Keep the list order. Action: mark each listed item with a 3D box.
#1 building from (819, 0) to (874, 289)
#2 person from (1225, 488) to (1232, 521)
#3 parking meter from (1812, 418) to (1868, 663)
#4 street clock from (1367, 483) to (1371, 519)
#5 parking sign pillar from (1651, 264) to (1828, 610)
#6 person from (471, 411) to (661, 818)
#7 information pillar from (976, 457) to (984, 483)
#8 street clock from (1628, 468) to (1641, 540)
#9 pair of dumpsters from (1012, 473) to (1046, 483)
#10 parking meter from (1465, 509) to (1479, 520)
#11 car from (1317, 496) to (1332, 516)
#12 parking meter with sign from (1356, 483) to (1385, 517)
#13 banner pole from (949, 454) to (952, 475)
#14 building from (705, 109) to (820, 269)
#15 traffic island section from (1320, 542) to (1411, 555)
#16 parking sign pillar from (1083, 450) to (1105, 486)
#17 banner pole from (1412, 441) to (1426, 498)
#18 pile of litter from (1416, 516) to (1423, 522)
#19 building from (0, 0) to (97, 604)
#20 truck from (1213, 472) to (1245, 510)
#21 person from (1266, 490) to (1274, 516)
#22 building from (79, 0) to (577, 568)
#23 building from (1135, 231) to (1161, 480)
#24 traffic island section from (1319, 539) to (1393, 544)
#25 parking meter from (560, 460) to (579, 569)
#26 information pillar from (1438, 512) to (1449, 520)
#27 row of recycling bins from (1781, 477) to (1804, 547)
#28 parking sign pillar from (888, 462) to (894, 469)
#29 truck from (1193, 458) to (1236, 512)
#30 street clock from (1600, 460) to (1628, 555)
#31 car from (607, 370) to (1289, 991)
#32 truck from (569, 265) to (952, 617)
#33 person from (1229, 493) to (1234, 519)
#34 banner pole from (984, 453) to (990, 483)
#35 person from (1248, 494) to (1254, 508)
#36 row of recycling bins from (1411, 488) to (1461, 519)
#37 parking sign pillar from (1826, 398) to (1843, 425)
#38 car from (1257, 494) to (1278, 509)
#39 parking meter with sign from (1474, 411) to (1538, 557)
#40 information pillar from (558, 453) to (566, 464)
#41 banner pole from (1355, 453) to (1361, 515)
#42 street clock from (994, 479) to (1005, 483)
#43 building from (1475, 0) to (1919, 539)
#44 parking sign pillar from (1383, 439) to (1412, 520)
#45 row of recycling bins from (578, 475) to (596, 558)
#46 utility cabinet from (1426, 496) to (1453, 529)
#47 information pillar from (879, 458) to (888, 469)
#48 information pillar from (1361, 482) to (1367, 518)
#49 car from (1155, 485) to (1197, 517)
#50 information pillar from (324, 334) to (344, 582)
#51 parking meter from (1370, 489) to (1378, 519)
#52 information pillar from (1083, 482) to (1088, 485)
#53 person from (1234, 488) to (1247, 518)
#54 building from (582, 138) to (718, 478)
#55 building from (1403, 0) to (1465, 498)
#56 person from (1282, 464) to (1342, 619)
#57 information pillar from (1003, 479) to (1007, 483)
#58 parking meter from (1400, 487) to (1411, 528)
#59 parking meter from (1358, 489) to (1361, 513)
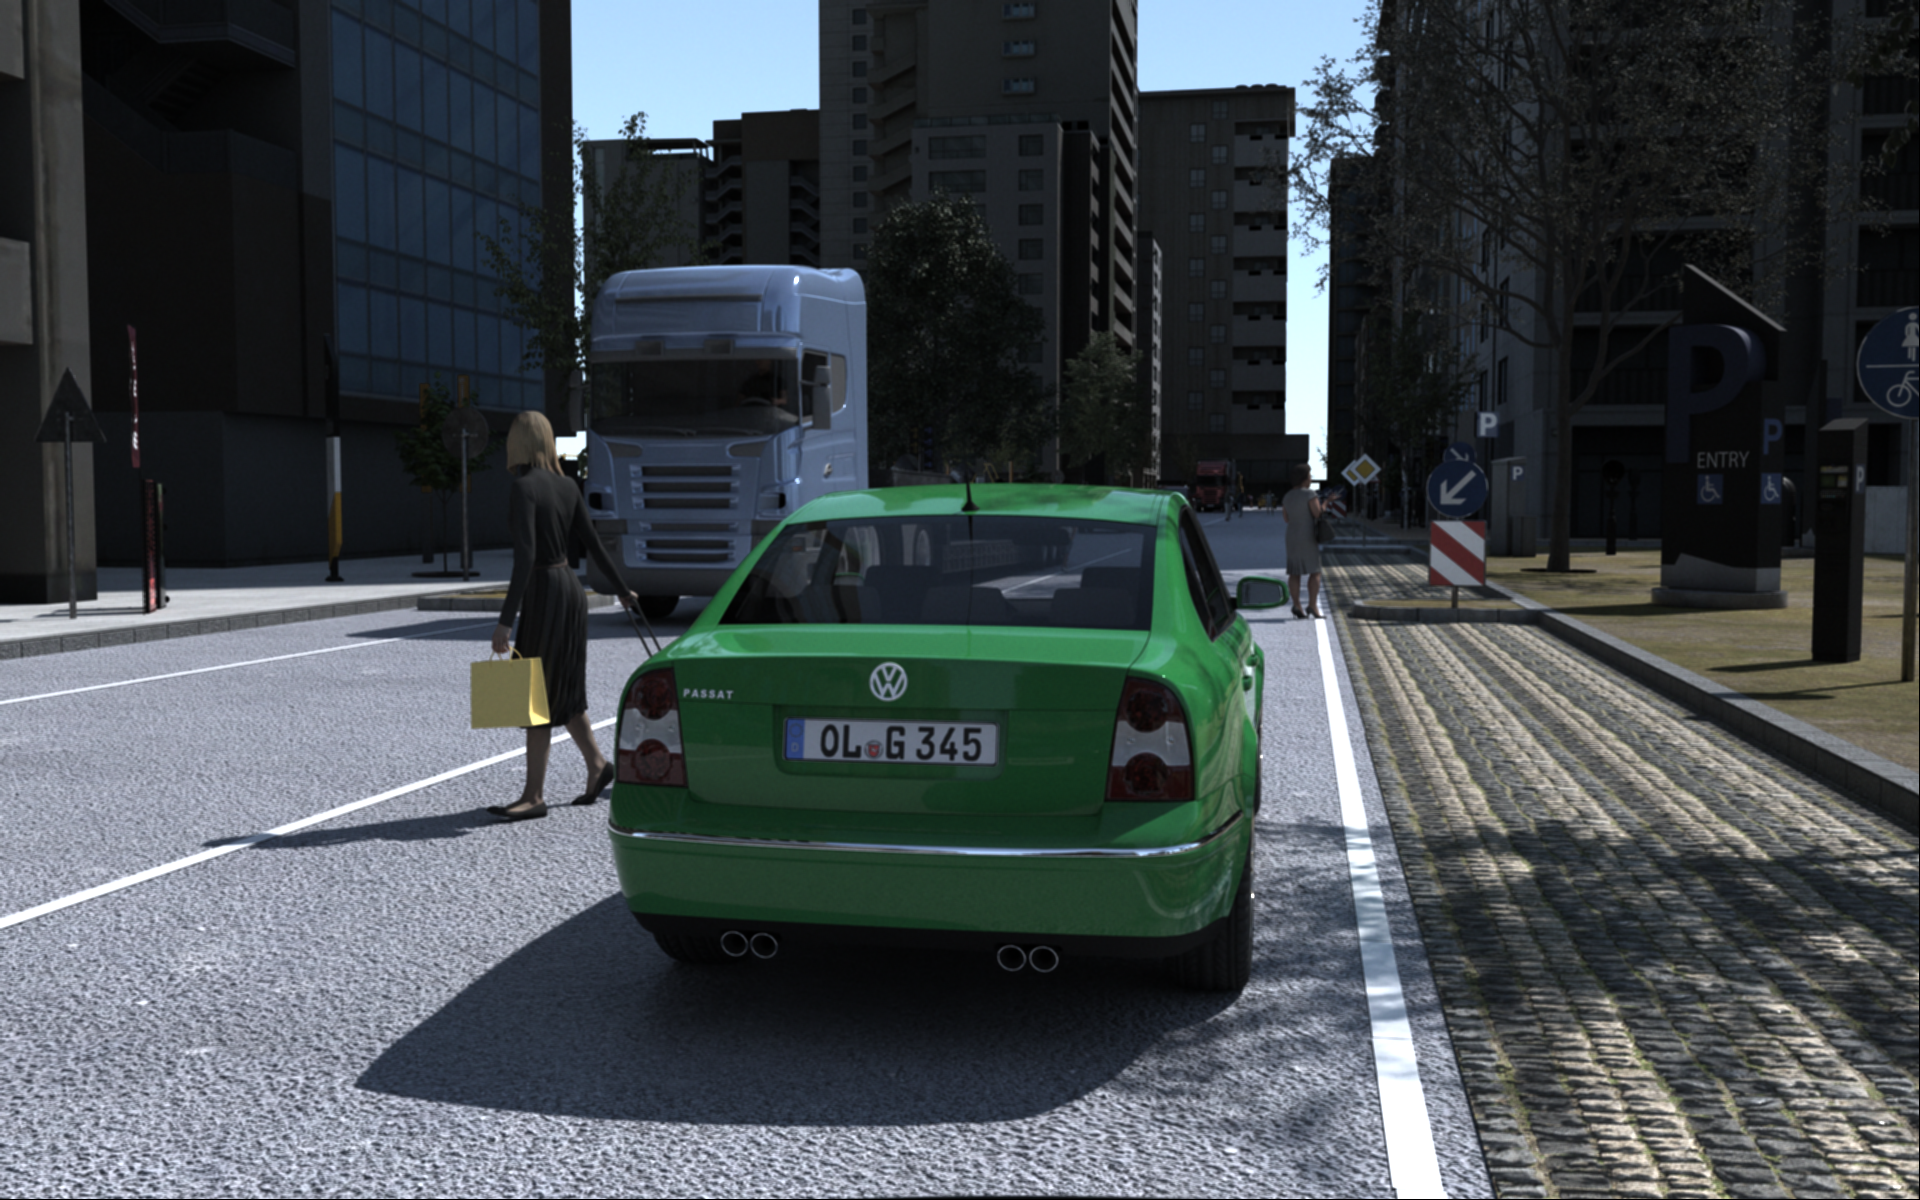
[{"bbox_3d":[-2.858,-46.057,191.279,20.611,71.187,20.563,1,4,11],"label":"building"},{"bbox_3d":[14.172,-5.045,91.528,0.362,1.759,0.519,1,4,20],"label":"person"},{"bbox_3d":[6.738,-0.462,13.266,0.255,1.863,0.399,3,5,45],"label":"parking meter"},{"bbox_3d":[20.773,-5.092,87.829,0.358,2.002,0.471,1,4,11],"label":"street clock"},{"bbox_3d":[8.723,-1.916,19.800,1.447,3.967,1.447,-2,4,-28],"label":"parking sign pillar"},{"bbox_3d":[-1.567,0.045,7.986,1.509,1.804,0.699,-3,4,-38],"label":"person"},{"bbox_3d":[0.972,-5.744,85.268,0.183,3.616,0.504,3,5,43],"label":"information pillar"},{"bbox_3d":[18.713,-2.662,48.098,0.358,2.002,0.471,1,4,9],"label":"street clock"},{"bbox_3d":[3.157,-4.687,79.134,1.574,2.255,4.437,1,4,11],"label":"pair of dumpsters"},{"bbox_3d":[15.976,-2.960,54.101,0.399,1.863,0.255,3,4,37],"label":"parking meter"},{"bbox_3d":[23.069,-6.026,111.105,1.945,1.354,3.894,1,4,10],"label":"car"},{"bbox_3d":[22.943,-6.142,96.685,1.738,3.016,0.543,3,4,39],"label":"parking meter with sign"},{"bbox_3d":[-0.517,-6.429,95.123,0.401,3.779,0.863,1,4,11],"label":"banner pole"},{"bbox_3d":[-20.086,-33.575,199.063,14.200,45.320,14.600,1,4,11],"label":"building"},{"bbox_3d":[9.898,-1.227,42.340,2.009,0.180,2.903,1,4,11],"label":"traffic island section"},{"bbox_3d":[8.222,-7.219,106.503,1.447,3.967,1.447,0,4,-5],"label":"parking sign pillar"},{"bbox_3d":[21.711,-5.605,81.666,0.863,3.779,0.401,-1,4,-14],"label":"banner pole"},{"bbox_3d":[21.430,-4.005,79.452,1.176,0.858,1.719,3,5,40],"label":"pile of litter"},{"bbox_3d":[-22.904,-23.702,11.233,21.300,48.544,21.600,1,4,11],"label":"building"},{"bbox_3d":[23.780,-9.696,154.450,3.469,3.379,9.791,1,4,11],"label":"truck"},{"bbox_3d":[19.991,-6.260,111.858,0.512,1.701,0.522,-1,4,-18],"label":"person"},{"bbox_3d":[-17.874,-23.645,36.708,14.200,45.320,14.600,1,4,11],"label":"building"},{"bbox_3d":[15.106,-25.751,192.733,14.107,30.474,14.160,1,4,11],"label":"building"},{"bbox_3d":[11.425,-1.706,50.178,2.009,0.180,2.903,1,4,11],"label":"traffic island section"},{"bbox_3d":[-6.717,-1.470,29.739,0.255,1.863,0.399,-2,4,-29],"label":"parking meter"},{"bbox_3d":[14.240,-2.844,50.990,0.304,2.012,0.304,1,4,20],"label":"information pillar"},{"bbox_3d":[18.340,-2.012,40.016,3.534,1.692,1.069,2,4,27],"label":"row of recycling bins"},{"bbox_3d":[-4.181,-7.233,106.726,1.447,3.967,1.447,-1,4,-17],"label":"parking sign pillar"},{"bbox_3d":[20.457,-9.148,138.475,2.839,4.237,11.283,1,4,13],"label":"truck"},{"bbox_3d":[13.721,-1.950,36.451,0.471,2.002,0.358,1,4,16],"label":"street clock"},{"bbox_3d":[0.236,0.141,6.489,1.959,1.807,4.718,1,4,11],"label":"car"},{"bbox_3d":[-0.979,-2.254,26.613,2.967,4.110,18.799,1,4,13],"label":"truck"},{"bbox_3d":[15.549,-5.436,99.969,0.503,1.515,0.523,0,4,2],"label":"person"},{"bbox_3d":[1.558,-7.092,105.966,0.863,3.779,0.401,-2,4,-30],"label":"banner pole"},{"bbox_3d":[29.955,-10.204,178.564,0.697,1.427,0.421,-2,4,-31],"label":"person"},{"bbox_3d":[24.021,-5.026,89.287,3.534,1.692,1.069,0,4,6],"label":"row of recycling bins"},{"bbox_3d":[17.600,-2.869,35.387,1.447,3.967,1.447,1,4,16],"label":"parking sign pillar"},{"bbox_3d":[29.535,-9.551,166.384,2.015,1.641,3.980,1,4,11],"label":"car"},{"bbox_3d":[11.335,-2.421,35.844,0.543,3.016,1.738,-1,4,-15],"label":"parking meter with sign"},{"bbox_3d":[-22.512,-6.520,97.963,0.504,3.616,0.183,1,4,8],"label":"information pillar"},{"bbox_3d":[24.532,-7.117,106.383,0.401,3.779,0.863,-1,4,-16],"label":"banner pole"},{"bbox_3d":[1.864,-4.725,81.824,0.471,2.002,0.358,-2,4,-25],"label":"street clock"},{"bbox_3d":[28.614,-37.738,55.265,20.611,71.187,20.563,1,4,11],"label":"building"},{"bbox_3d":[21.495,-5.899,84.924,1.447,3.967,1.447,-2,4,-27],"label":"parking sign pillar"},{"bbox_3d":[-7.624,-1.707,35.024,3.534,1.692,1.069,2,4,32],"label":"row of recycling bins"},{"bbox_3d":[17.695,-3.219,63.788,1.020,1.237,0.306,0,4,-2],"label":"utility cabinet"},{"bbox_3d":[-3.230,-4.986,72.874,0.183,3.616,0.504,-3,5,-44],"label":"information pillar"},{"bbox_3d":[21.832,-5.448,93.574,0.304,2.012,0.304,1,4,9],"label":"information pillar"},{"bbox_3d":[9.415,-4.176,76.948,2.281,1.827,5.304,1,4,11],"label":"car"},{"bbox_3d":[-9.155,-2.076,25.297,0.183,3.616,0.504,-2,4,-33],"label":"information pillar"},{"bbox_3d":[21.164,-4.905,88.604,0.372,1.533,0.369,0,3,0],"label":"parking meter"},{"bbox_3d":[7.497,-6.075,103.825,0.304,2.012,0.304,0,4,5],"label":"information pillar"},{"bbox_3d":[17.102,-5.913,105.533,0.721,1.781,0.623,3,5,45],"label":"person"},{"bbox_3d":[-34.584,-31.697,201.841,14.086,41.232,14.154,1,4,11],"label":"building"},{"bbox_3d":[39.111,-29.694,105.102,23.786,49.044,30.456,1,4,11],"label":"building"},{"bbox_3d":[4.061,-0.675,19.887,0.532,1.782,0.716,-3,4,-36],"label":"person"},{"bbox_3d":[2.115,-4.952,85.458,0.304,2.012,0.304,2,4,31],"label":"information pillar"},{"bbox_3d":[16.690,-3.451,64.841,0.372,1.533,0.369,0,3,0],"label":"parking meter"},{"bbox_3d":[27.214,-6.850,117.713,0.255,1.863,0.399,1,4,15],"label":"parking meter"}]
